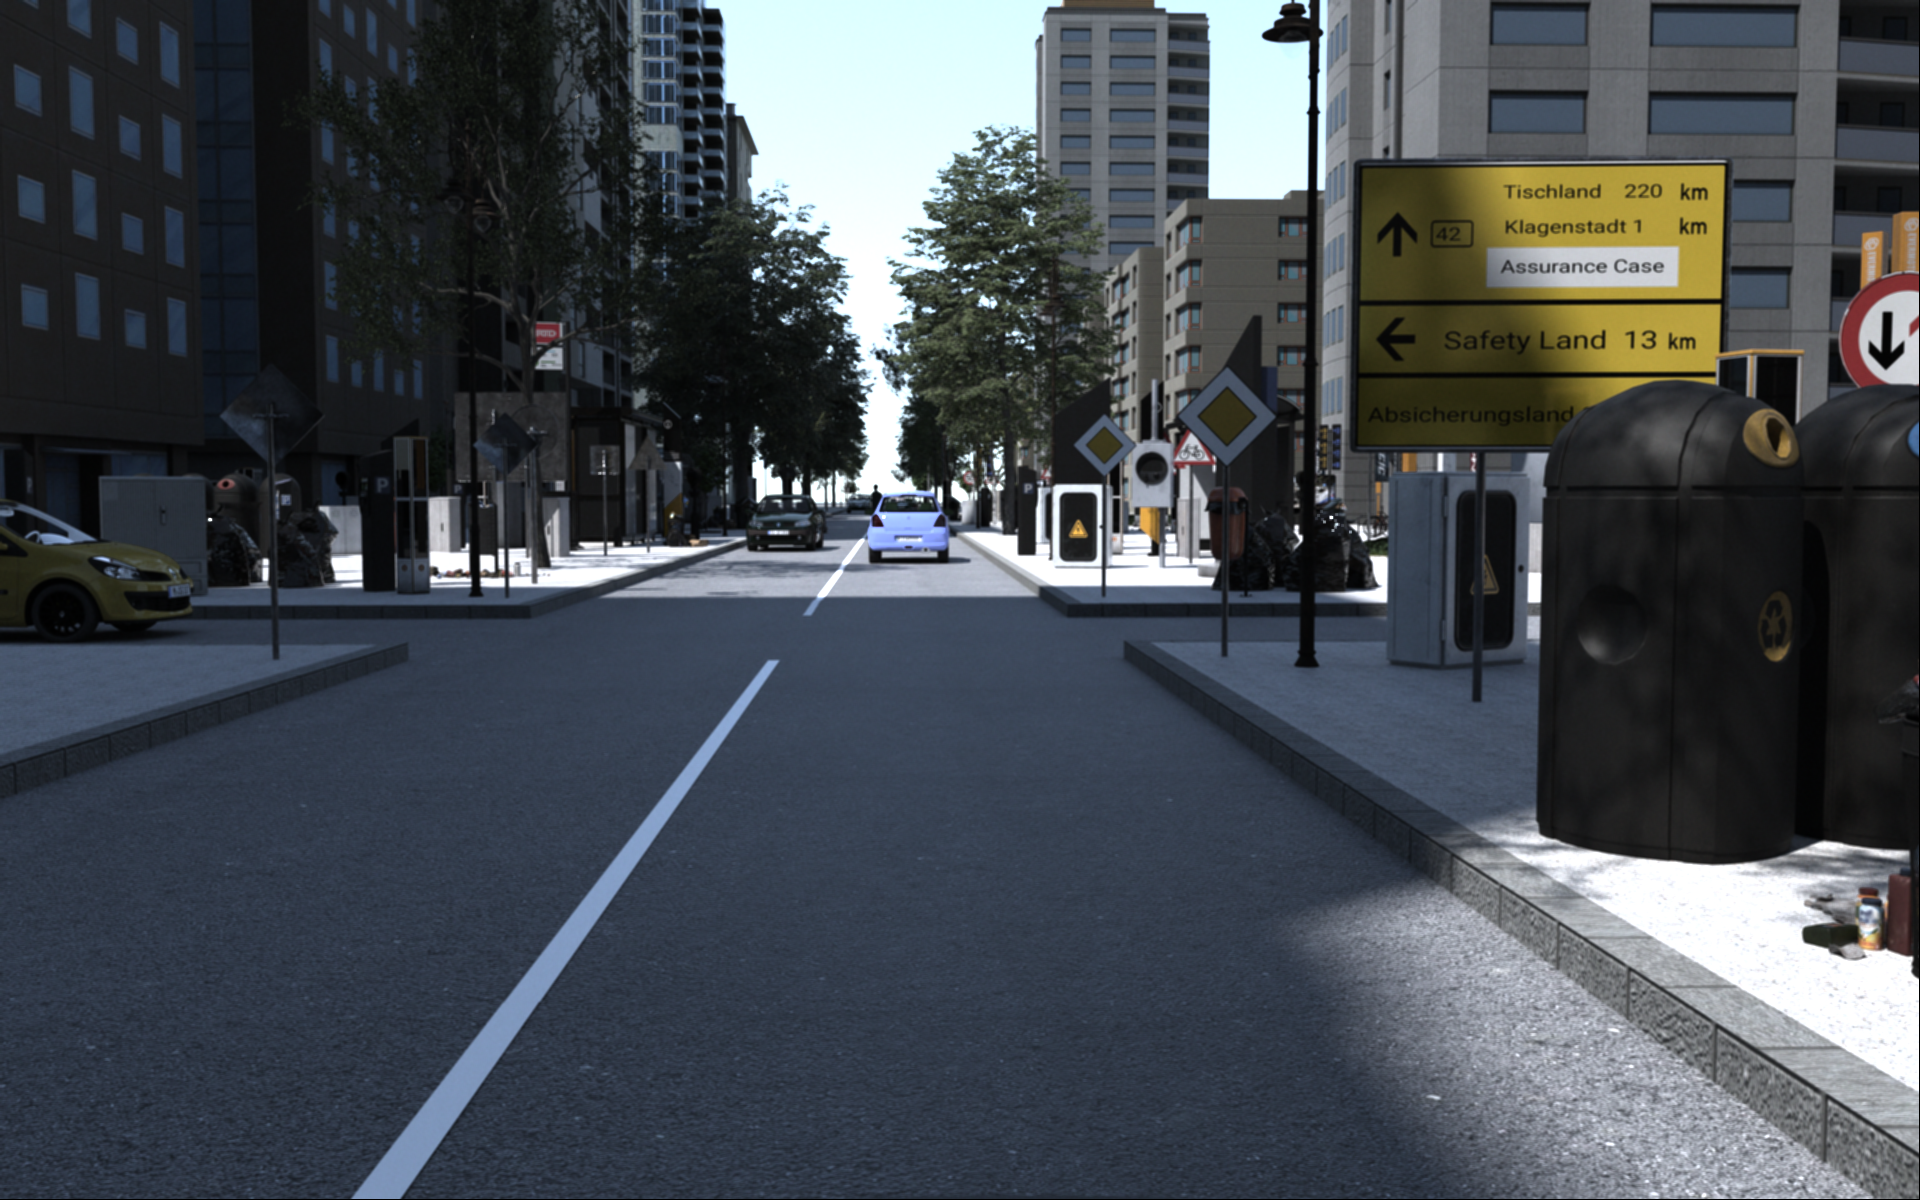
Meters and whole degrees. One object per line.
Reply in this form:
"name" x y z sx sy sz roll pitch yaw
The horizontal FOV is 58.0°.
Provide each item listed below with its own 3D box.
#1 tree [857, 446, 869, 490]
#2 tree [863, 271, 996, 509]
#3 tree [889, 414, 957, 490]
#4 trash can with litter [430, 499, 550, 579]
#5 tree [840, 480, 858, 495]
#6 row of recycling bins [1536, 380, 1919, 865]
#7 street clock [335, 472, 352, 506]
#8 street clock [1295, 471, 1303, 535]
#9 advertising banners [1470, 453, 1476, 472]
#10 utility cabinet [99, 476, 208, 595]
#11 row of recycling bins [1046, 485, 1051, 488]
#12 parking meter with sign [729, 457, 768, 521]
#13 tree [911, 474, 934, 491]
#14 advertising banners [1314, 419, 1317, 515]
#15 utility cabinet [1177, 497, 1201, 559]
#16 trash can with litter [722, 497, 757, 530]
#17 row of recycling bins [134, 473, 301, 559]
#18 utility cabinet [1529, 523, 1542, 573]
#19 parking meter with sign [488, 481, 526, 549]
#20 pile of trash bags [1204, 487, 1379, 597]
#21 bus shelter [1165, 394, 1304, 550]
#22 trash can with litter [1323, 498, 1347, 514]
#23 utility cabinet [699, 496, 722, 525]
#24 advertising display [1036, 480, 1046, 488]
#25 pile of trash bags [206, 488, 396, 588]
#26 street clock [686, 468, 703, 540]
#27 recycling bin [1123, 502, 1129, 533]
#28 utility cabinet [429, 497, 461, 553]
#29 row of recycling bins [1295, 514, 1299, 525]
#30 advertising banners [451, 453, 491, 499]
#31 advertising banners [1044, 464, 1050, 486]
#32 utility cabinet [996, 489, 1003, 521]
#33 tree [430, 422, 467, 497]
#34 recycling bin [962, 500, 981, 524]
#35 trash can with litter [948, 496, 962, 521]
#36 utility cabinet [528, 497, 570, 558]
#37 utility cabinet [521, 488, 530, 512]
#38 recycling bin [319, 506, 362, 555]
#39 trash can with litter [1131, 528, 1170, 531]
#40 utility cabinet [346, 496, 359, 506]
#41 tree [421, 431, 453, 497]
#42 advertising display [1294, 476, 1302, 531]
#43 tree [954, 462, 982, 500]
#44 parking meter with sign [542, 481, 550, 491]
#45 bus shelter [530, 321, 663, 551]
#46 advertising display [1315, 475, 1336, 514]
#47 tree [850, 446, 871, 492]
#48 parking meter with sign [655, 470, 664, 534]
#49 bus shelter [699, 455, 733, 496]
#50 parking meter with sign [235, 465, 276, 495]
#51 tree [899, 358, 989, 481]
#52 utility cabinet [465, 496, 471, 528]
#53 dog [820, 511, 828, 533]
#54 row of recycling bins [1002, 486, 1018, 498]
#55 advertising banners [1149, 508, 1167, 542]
"tree" -12.220 -14.454 186.677 4.737 8.622 4.395 0 3 0
"tree" -2.262 -17.976 149.803 12.611 20.169 13.585 0 3 0
"tree" -4.560 -19.239 231.561 9.611 12.733 9.660 0 3 0
"trash can with litter" -7.674 -0.977 27.038 2.233 1.210 1.678 2 4 25
"tree" -14.840 -14.421 230.389 1.663 3.219 1.824 0 3 0
"row of recycling bins" 3.929 0.034 6.564 3.534 1.692 1.069 0 4 -6
"street clock" -19.967 -3.154 56.130 0.471 2.002 0.358 1 4 23
"street clock" 10.733 -3.035 54.185 0.471 2.002 0.358 -1 4 -19
"advertising banners" 17.359 -3.740 57.332 0.090 3.025 2.074 -1 4 -11
"utility cabinet" -10.060 -0.791 21.620 1.173 1.500 0.318 -2 4 -32
"row of recycling bins" 3.868 -4.588 82.120 1.069 1.692 3.534 1 4 15
"parking meter with sign" -9.895 -5.183 81.002 1.738 3.016 0.543 -1 4 -20
"tree" -4.684 -14.356 218.428 4.285 4.588 4.351 0 3 0
"advertising banners" 8.150 -2.671 39.857 0.090 3.025 2.074 1 4 15
"utility cabinet" 4.593 -1.451 34.884 0.306 1.237 1.020 0 4 -3
"trash can with litter" -8.030 -3.133 62.618 0.624 1.170 1.055 3 5 44
"row of recycling bins" -14.989 -1.691 34.763 3.534 1.692 1.069 0 4 0
"utility cabinet" 9.630 -1.022 27.864 0.306 1.237 1.020 -3 4 -38
"parking meter with sign" -10.674 -2.730 40.891 0.543 3.016 1.738 1 4 17
"pile of trash bags" 4.181 -0.808 22.961 1.912 1.369 3.447 2 4 34
"bus shelter" 5.792 -2.627 36.872 2.014 3.302 5.546 0 4 -2
"trash can with litter" 10.900 -2.449 51.433 1.055 1.170 0.624 -1 4 -16
"utility cabinet" -10.089 -3.586 69.792 1.020 1.237 0.306 0 4 -6
"advertising display" 4.189 -5.078 88.242 0.123 1.923 0.974 1 4 22
"pile of trash bags" -9.194 -0.895 24.391 3.447 1.369 1.912 0 4 4
"street clock" -7.408 -2.678 48.361 0.471 2.002 0.358 3 5 44
"recycling bin" 5.132 -2.761 57.692 0.722 1.027 0.722 -3 5 -43
"utility cabinet" -11.398 -1.656 38.245 0.306 1.237 1.020 -3 5 -43
"row of recycling bins" 13.791 -3.976 72.119 3.534 1.692 1.069 3 5 42
"advertising banners" -20.773 -4.772 74.212 2.074 3.025 0.090 0 4 3
"advertising banners" 4.059 -5.815 91.268 0.090 3.025 2.074 -3 5 -40
"utility cabinet" 2.160 -4.469 81.754 0.318 1.500 1.173 -2 4 -31
"tree" -23.482 -5.772 78.090 4.285 4.588 4.351 0 3 0
"recycling bin" 0.554 -3.725 73.453 0.722 1.027 0.722 3 5 44
"trash can with litter" -0.063 -4.372 82.869 1.055 1.170 0.624 2 4 32
"utility cabinet" -8.401 -1.476 35.288 1.020 1.237 0.306 3 4 37
"utility cabinet" -15.332 -3.157 60.294 1.173 1.500 0.318 3 5 39
"recycling bin" -13.133 -1.479 36.730 0.722 1.027 0.722 -2 4 -34
"trash can with litter" 6.894 -3.066 61.191 1.678 1.210 2.233 1 4 21
"utility cabinet" -18.568 -2.617 53.945 1.020 1.237 0.306 1 4 11
"tree" -16.358 -3.571 52.988 1.663 3.219 1.824 0 3 0
"advertising display" 11.541 -3.389 60.625 0.123 1.923 0.974 -3 5 -44
"tree" 0.634 -6.616 102.767 1.663 3.219 1.824 0 3 0
"parking meter with sign" -18.476 -4.899 76.361 0.543 3.016 1.738 3 5 40
"bus shelter" -8.970 -3.993 42.912 2.179 5.291 8.768 0 4 -2
"advertising display" 11.928 -3.179 57.195 0.974 1.923 0.123 -1 4 -12
"tree" -12.321 -14.911 194.153 4.360 8.622 3.978 0 3 0
"parking meter with sign" -9.859 -3.629 55.599 1.738 3.016 0.543 0 4 4
"bus shelter" -12.426 -5.595 85.395 2.014 3.302 5.546 0 4 -2
"parking meter with sign" -21.358 -3.408 51.981 0.543 3.016 1.738 3 5 44
"tree" -0.615 -12.220 125.556 9.928 11.665 9.643 0 3 0
"utility cabinet" -18.720 -3.298 65.086 1.020 1.237 0.306 -2 4 -24
"dog" -5.121 -2.860 63.595 0.513 0.831 0.800 2 4 30
"row of recycling bins" 2.368 -4.175 75.378 1.069 1.692 3.534 0 4 -4
"advertising banners" 5.134 -3.019 45.553 0.090 3.025 2.074 -1 4 -8
